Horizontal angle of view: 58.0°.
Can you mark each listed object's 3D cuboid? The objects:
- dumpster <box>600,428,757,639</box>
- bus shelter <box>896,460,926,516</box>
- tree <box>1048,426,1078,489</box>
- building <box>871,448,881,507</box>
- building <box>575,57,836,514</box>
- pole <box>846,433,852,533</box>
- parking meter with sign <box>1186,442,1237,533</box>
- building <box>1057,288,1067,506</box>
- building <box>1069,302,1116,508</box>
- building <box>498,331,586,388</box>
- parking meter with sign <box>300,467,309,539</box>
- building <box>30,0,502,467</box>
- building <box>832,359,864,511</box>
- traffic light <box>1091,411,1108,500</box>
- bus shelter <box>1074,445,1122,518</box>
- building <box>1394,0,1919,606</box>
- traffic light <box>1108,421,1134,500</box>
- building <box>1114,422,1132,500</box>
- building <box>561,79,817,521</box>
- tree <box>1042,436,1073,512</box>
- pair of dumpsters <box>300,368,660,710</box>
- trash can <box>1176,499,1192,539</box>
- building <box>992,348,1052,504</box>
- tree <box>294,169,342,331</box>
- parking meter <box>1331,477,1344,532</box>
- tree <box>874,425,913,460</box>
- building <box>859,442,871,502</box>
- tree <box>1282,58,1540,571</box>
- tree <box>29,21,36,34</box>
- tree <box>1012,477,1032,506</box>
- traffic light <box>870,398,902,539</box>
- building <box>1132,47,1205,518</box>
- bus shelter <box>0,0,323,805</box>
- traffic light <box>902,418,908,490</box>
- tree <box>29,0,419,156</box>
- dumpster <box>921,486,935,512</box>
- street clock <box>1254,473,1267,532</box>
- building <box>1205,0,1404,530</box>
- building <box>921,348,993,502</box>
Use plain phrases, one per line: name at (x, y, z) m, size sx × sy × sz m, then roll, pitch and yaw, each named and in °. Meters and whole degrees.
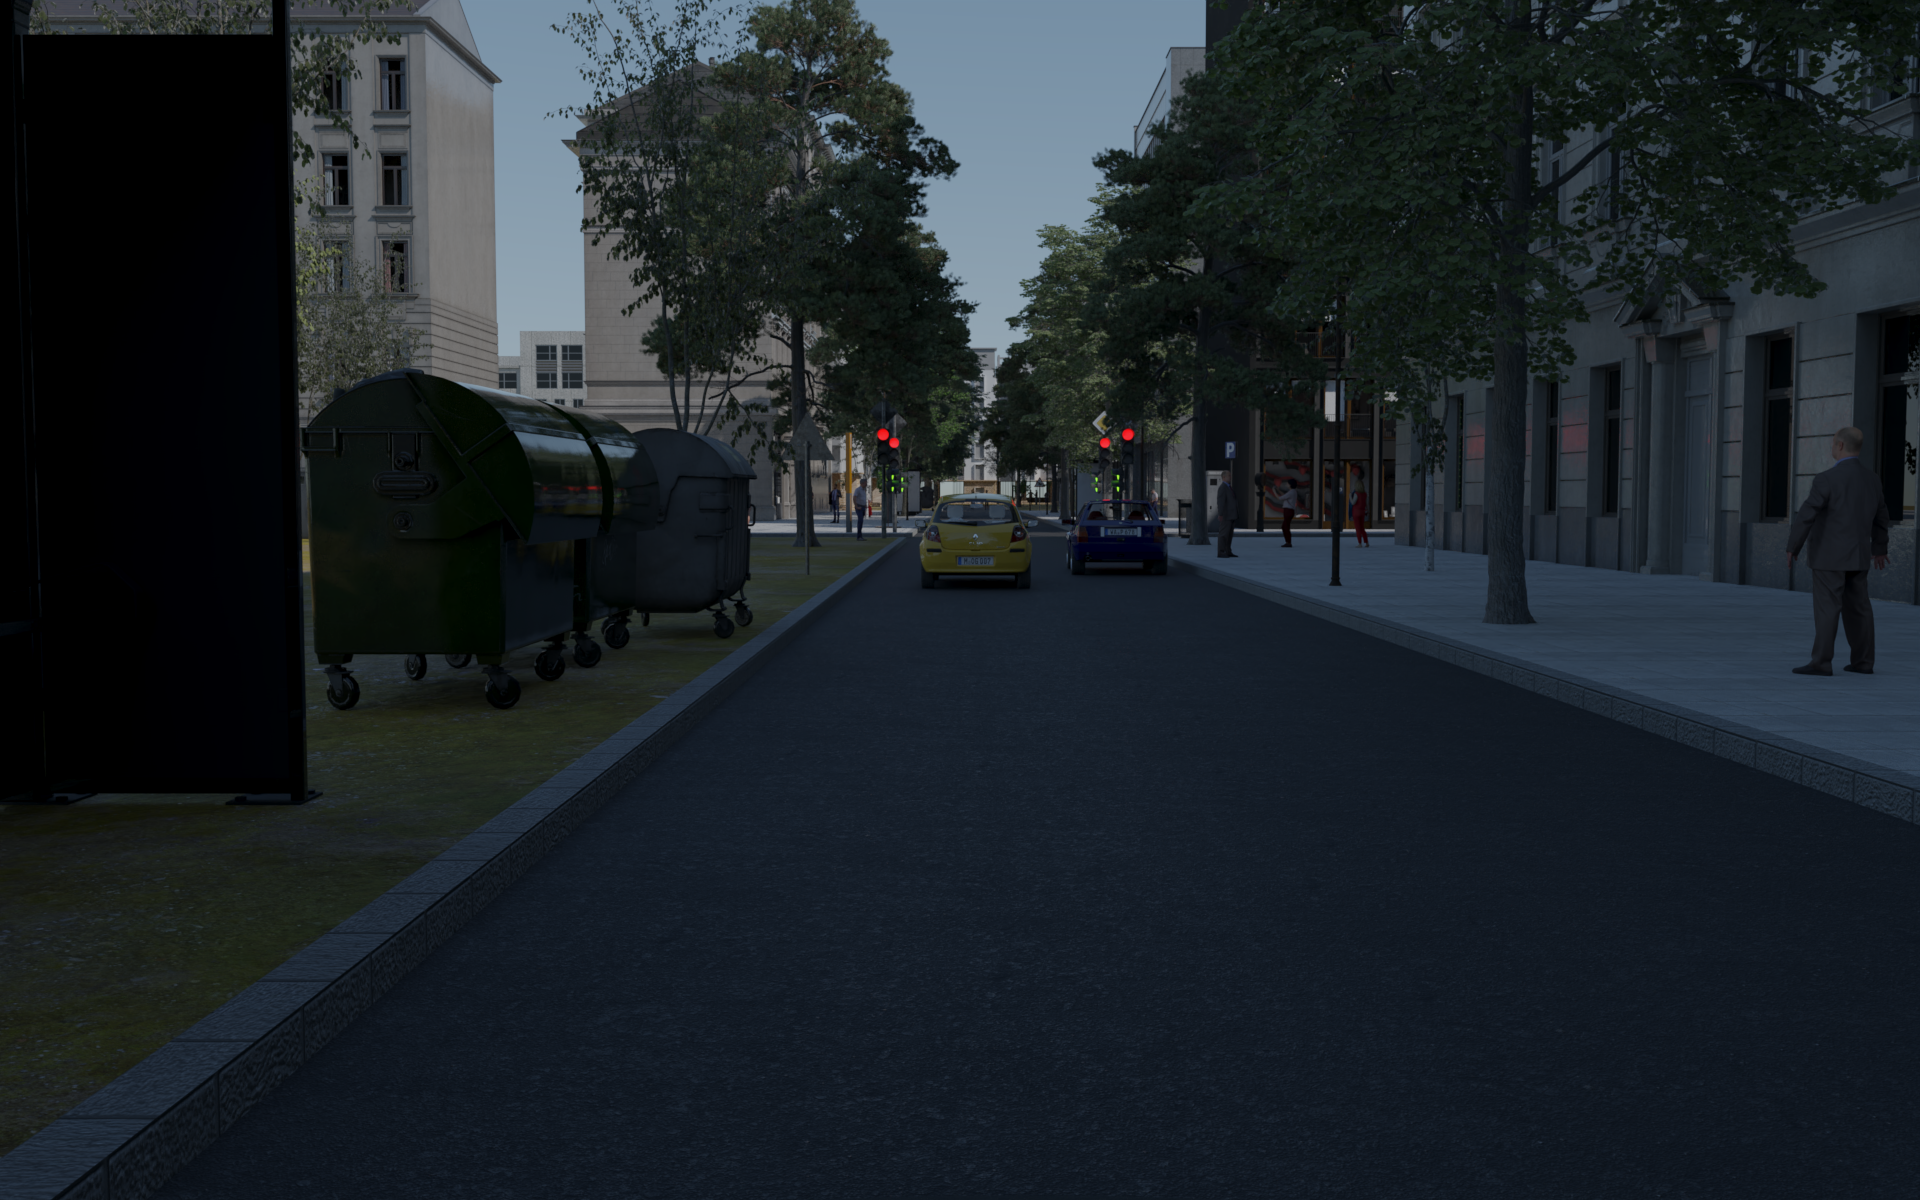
dumpster at (-2.603, -0.627, 16.007) m, size 1.264 × 1.857 × 1.865 m, roll 0°, pitch 4°, yaw 0°
bus shelter at (-3.124, -6.813, 105.316) m, size 2.014 × 3.302 × 5.546 m, roll 0°, pitch 3°, yaw 0°
tree at (7.712, -9.823, 110.974) m, size 4.360 × 8.622 × 3.978 m, roll 0°, pitch 3°, yaw 0°
building at (-15.496, -19.702, 178.541) m, size 16.016 × 20.091 × 11.380 m, roll 0°, pitch 3°, yaw 0°
building at (-15.406, -19.974, 113.961) m, size 14.401 × 28.519 × 23.554 m, roll 0°, pitch 3°, yaw 0°
pole at (-3.701, -3.903, 57.663) m, size 0.158 × 3.312 × 0.155 m, roll 0°, pitch 3°, yaw 0°
parking meter with sign at (8.309, -3.737, 57.365) m, size 1.738 × 3.016 × 0.543 m, roll -2°, pitch 4°, yaw -28°
building at (24.372, -21.041, 188.002) m, size 27.936 × 21.610 × 32.646 m, roll 0°, pitch 3°, yaw 0°
building at (18.783, -17.714, 156.087) m, size 16.747 × 18.905 × 31.486 m, roll 0°, pitch 3°, yaw 0°
building at (-54.922, -20.171, 196.254) m, size 31.486 × 18.905 × 16.747 m, roll 0°, pitch 3°, yaw 0°
parking meter with sign at (-18.584, -3.249, 49.376) m, size 1.738 × 3.016 × 0.543 m, roll 2°, pitch 4°, yaw 24°
building at (-28.230, -13.381, 67.928) m, size 18.267 × 20.994 × 9.793 m, roll 0°, pitch 3°, yaw 0°
building at (-15.726, -17.293, 139.165) m, size 16.016 × 20.091 × 11.380 m, roll 0°, pitch 3°, yaw 0°
traffic light at (4.796, -4.196, 57.843) m, size 0.839 × 4.213 × 0.868 m, roll 0°, pitch 3°, yaw 0°
bus shelter at (5.821, -4.826, 72.823) m, size 2.014 × 3.302 × 5.546 m, roll 0°, pitch 3°, yaw 0°
building at (18.907, -15.005, 21.741) m, size 17.030 × 29.872 × 44.131 m, roll 0°, pitch 3°, yaw 0°
traffic light at (4.786, -3.707, 49.858) m, size 0.839 × 4.213 × 0.868 m, roll 0°, pitch 3°, yaw 0°
building at (17.010, -17.512, 122.475) m, size 11.583 × 22.565 × 21.152 m, roll 0°, pitch 3°, yaw 0°
building at (-13.175, -14.148, 82.236) m, size 10.553 × 20.767 × 40.483 m, roll 0°, pitch 3°, yaw 0°
tree at (7.412, -10.769, 126.437) m, size 4.737 × 8.622 × 4.395 m, roll 0°, pitch 3°, yaw 0°
pair of dumpsters at (-3.254, -0.597, 12.248) m, size 1.574 × 2.255 × 4.436 m, roll 0°, pitch 4°, yaw 0°
trash can at (6.627, -2.355, 50.154) m, size 0.748 × 1.137 × 0.748 m, roll 0°, pitch 3°, yaw 0°
building at (10.476, -22.830, 229.686) m, size 11.380 × 20.091 × 16.016 m, roll 0°, pitch 3°, yaw 0°
tree at (-14.186, -5.073, 33.310) m, size 4.737 × 8.622 × 4.395 m, roll 0°, pitch 3°, yaw 0°
parking meter at (12.769, -3.233, 58.578) m, size 0.399 × 1.863 × 0.255 m, roll -3°, pitch 4°, yaw -36°
tree at (-5.201, -11.042, 130.894) m, size 4.737 × 8.622 × 4.395 m, roll 0°, pitch 3°, yaw 0°
building at (-21.051, -17.388, 226.447) m, size 28.070 × 9.664 × 9.099 m, roll 0°, pitch 3°, yaw 0°
tree at (7.586, -4.784, 28.574) m, size 4.360 × 8.622 × 3.978 m, roll 0°, pitch 3°, yaw 0°
tree at (-16.250, -6.206, 23.527) m, size 6.751 × 12.117 × 7.091 m, roll 0°, pitch 3°, yaw 0°
tree at (6.710, -11.322, 179.713) m, size 1.663 × 3.219 × 1.824 m, roll 0°, pitch 3°, yaw 0°
traffic light at (-2.176, -3.707, 49.850) m, size 0.839 × 4.213 × 0.868 m, roll 0°, pitch 3°, yaw 0°
building at (17.137, -17.363, 101.904) m, size 12.078 × 24.808 × 19.932 m, roll 0°, pitch 3°, yaw 0°
bus shelter at (-3.231, -0.784, 4.106) m, size 1.731 × 3.624 × 6.357 m, roll 0°, pitch 4°, yaw 0°
traffic light at (-2.166, -4.195, 57.835) m, size 0.839 × 4.213 × 0.868 m, roll 0°, pitch 3°, yaw 0°
tree at (-7.015, -3.990, 15.595) m, size 4.360 × 8.622 × 3.978 m, roll 0°, pitch 3°, yaw 0°
dumpster at (-2.495, -7.438, 127.368) m, size 1.264 × 1.857 × 1.865 m, roll 0°, pitch 4°, yaw 0°
street clock at (10.132, -3.292, 58.400) m, size 0.358 × 2.002 × 0.471 m, roll 3°, pitch 4°, yaw 38°
building at (18.345, -14.583, 68.108) m, size 15.834 × 23.373 × 12.332 m, roll 0°, pitch 3°, yaw 0°
building at (-0.904, -22.845, 229.939) m, size 11.380 × 20.091 × 16.016 m, roll 0°, pitch 3°, yaw 0°
